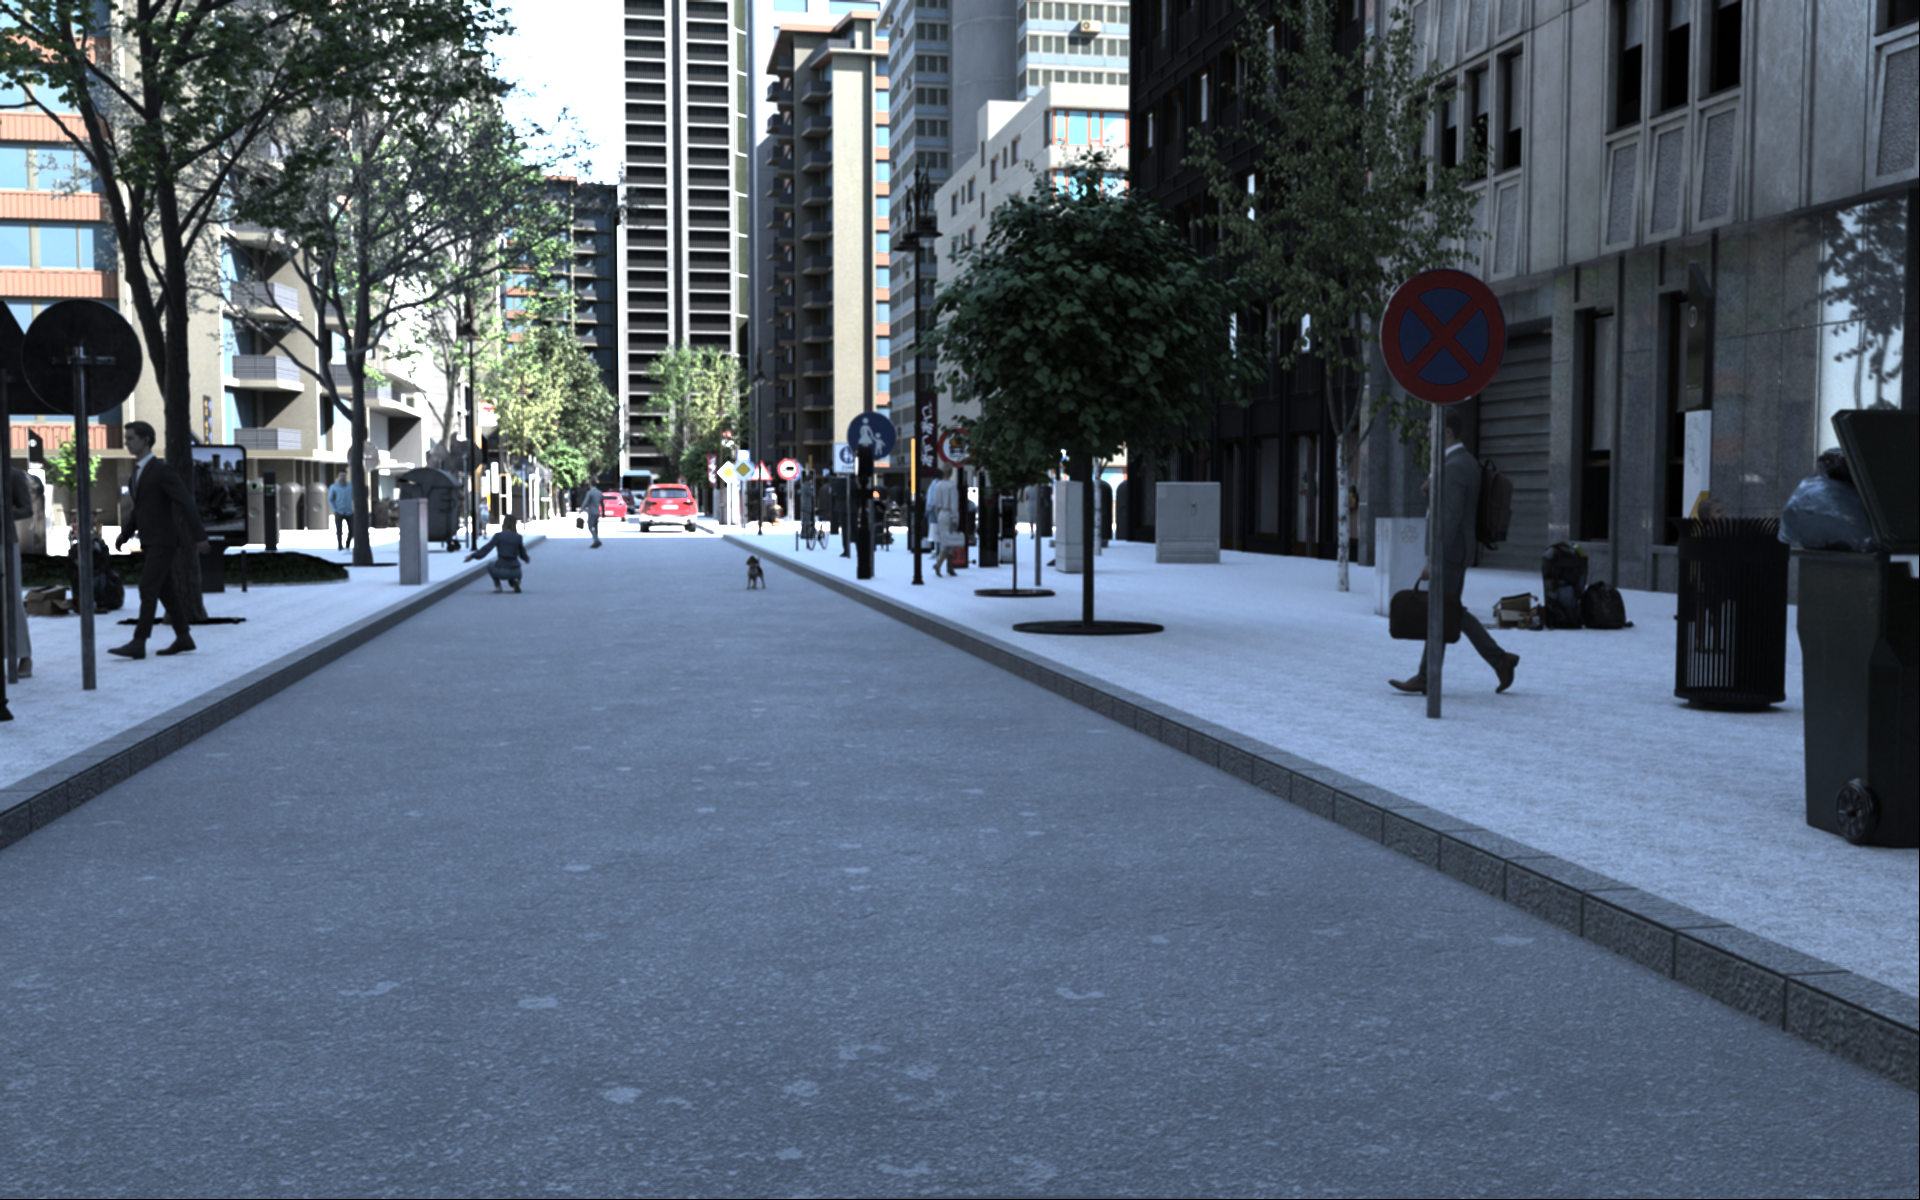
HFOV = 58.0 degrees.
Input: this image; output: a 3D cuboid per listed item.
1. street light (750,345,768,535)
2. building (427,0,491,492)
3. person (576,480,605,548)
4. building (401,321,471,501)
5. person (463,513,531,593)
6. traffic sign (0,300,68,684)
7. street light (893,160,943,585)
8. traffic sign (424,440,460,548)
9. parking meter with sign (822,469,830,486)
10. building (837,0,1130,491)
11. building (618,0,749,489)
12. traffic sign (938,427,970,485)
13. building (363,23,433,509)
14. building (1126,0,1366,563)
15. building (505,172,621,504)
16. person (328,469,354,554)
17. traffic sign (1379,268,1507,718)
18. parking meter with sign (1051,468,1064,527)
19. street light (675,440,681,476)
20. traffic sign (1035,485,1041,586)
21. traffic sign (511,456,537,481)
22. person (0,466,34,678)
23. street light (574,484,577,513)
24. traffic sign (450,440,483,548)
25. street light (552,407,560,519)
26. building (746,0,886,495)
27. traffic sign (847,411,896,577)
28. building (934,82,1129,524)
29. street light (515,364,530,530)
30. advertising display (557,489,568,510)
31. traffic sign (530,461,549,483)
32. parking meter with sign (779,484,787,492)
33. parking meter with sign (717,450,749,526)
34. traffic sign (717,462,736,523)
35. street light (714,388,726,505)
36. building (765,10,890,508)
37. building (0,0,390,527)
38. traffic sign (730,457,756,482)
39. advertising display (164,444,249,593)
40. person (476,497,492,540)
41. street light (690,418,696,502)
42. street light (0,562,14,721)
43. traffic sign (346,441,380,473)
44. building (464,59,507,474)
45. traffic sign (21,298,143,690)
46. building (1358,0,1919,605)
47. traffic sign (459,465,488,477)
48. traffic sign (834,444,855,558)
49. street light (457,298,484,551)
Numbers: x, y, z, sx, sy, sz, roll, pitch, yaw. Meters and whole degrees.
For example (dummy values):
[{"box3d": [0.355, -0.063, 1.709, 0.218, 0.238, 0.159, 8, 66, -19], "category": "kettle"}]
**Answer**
[{"box3d": [-6.237, -4.958, 53.844, 0.468, 5.910, 1.993, -1, 4, -11], "category": "street light"}, {"box3d": [-55.390, -44.365, 163.622, 20.563, 71.187, 20.611, -1, 4, -11], "category": "building"}, {"box3d": [-9.785, -2.294, 46.121, 0.853, 1.813, 0.709, 2, 4, 31], "category": "person"}, {"box3d": [-56.905, -27.494, 141.413, 32.217, 40.220, 23.993, -1, 4, -11], "category": "building"}, {"box3d": [-6.715, -0.688, 25.240, 1.012, 1.151, 0.738, -2, 4, -23], "category": "person"}, {"box3d": [-6.417, -0.713, 11.659, 0.884, 2.594, 0.081, 0, 4, -3], "category": "traffic sign"}, {"box3d": [-0.599, -3.158, 24.421, 0.468, 5.910, 1.993, -1, 4, -11], "category": "street light"}, {"box3d": [-12.368, -2.527, 41.324, 0.884, 2.594, 0.081, 0, 4, -2], "category": "traffic sign"}, {"box3d": [-9.163, -7.502, 118.921, 0.543, 3.016, 1.738, 0, 4, -6], "category": "parking meter with sign"}, {"box3d": [8.194, -26.044, 117.703, 32.217, 40.220, 23.993, -1, 4, -11], "category": "building"}, {"box3d": [-35.798, -48.808, 236.267, 20.611, 71.187, 20.563, -1, 4, -11], "category": "building"}, {"box3d": [-0.059, -2.018, 33.098, 0.768, 2.556, 0.104, 0, 4, -5], "category": "traffic sign"}, {"box3d": [-49.767, -32.021, 112.781, 28.713, 52.752, 27.495, -1, 4, -11], "category": "building"}, {"box3d": [12.039, -12.840, 39.610, 12.332, 23.373, 15.834, -1, 4, -11], "category": "building"}, {"box3d": [-60.317, -35.410, 233.581, 28.867, 44.769, 22.147, -1, 4, -11], "category": "building"}, {"box3d": [-13.208, -1.901, 37.147, 0.660, 1.820, 0.620, -3, 4, -39], "category": "person"}, {"box3d": [2.721, -0.597, 9.866, 0.768, 2.556, 0.104, -1, 4, -10], "category": "traffic sign"}, {"box3d": [3.781, -4.334, 67.127, 0.543, 3.016, 1.738, 0, 4, -3], "category": "parking meter with sign"}, {"box3d": [-21.948, -9.918, 134.954, 0.468, 5.910, 1.993, -1, 4, -11], "category": "street light"}, {"box3d": [1.094, -1.472, 24.172, 0.768, 2.556, 0.104, 0, 4, -3], "category": "traffic sign"}, {"box3d": [-13.328, -3.102, 52.904, 0.795, 2.593, 0.064, -1, 4, -11], "category": "traffic sign"}, {"box3d": [-6.778, -0.337, 12.095, 0.519, 1.759, 0.362, 0, 4, 3], "category": "person"}, {"box3d": [-26.721, -9.020, 120.265, 0.468, 5.910, 1.993, -1, 4, -11], "category": "street light"}, {"box3d": [-11.657, -2.496, 40.910, 0.768, 2.556, 0.104, 0, 4, -2], "category": "traffic sign"}, {"box3d": [-21.091, -7.190, 90.339, 0.468, 5.910, 1.993, -1, 4, -11], "category": "street light"}, {"box3d": [-12.845, -39.677, 190.719, 21.231, 58.520, 28.212, -1, 4, -11], "category": "building"}, {"box3d": [-1.370, -1.635, 26.834, 0.768, 2.556, 0.104, 0, 4, -6], "category": "traffic sign"}, {"box3d": [15.325, -14.936, 89.238, 28.899, 21.520, 27.650, -1, 4, -11], "category": "building"}, {"box3d": [-15.374, -5.394, 60.980, 0.468, 5.910, 1.993, -1, 4, -11], "category": "street light"}, {"box3d": [-29.891, -7.620, 129.793, 0.974, 1.923, 0.123, -3, 4, -36], "category": "advertising display"}, {"box3d": [-14.839, -3.581, 60.746, 0.795, 2.593, 0.064, -1, 4, -11], "category": "traffic sign"}, {"box3d": [-13.211, -8.172, 129.874, 1.738, 3.016, 0.543, 0, 4, -2], "category": "parking meter with sign"}, {"box3d": [-9.208, -4.507, 69.945, 0.543, 3.016, 1.738, -3, 5, -40], "category": "parking meter with sign"}, {"box3d": [-8.261, -3.657, 61.987, 0.795, 2.593, 0.064, -1, 4, -11], "category": "traffic sign"}, {"box3d": [-10.449, -6.291, 75.639, 0.468, 5.910, 1.993, -1, 4, -11], "category": "street light"}, {"box3d": [-6.666, -31.101, 163.125, 22.147, 44.769, 28.867, -1, 4, -11], "category": "building"}, {"box3d": [-38.416, -25.921, 78.428, 22.147, 44.769, 28.867, -1, 4, -11], "category": "building"}, {"box3d": [-6.750, -3.178, 54.146, 0.795, 2.593, 0.064, -1, 4, -11], "category": "traffic sign"}, {"box3d": [-9.771, -1.056, 22.483, 0.974, 1.923, 0.123, -2, 4, -30], "category": "advertising display"}, {"box3d": [-13.456, -2.319, 48.969, 0.382, 1.210, 0.505, 1, 4, 23], "category": "person"}, {"box3d": [-16.137, -8.087, 105.004, 0.468, 5.910, 1.993, -1, 4, -11], "category": "street light"}, {"box3d": [-5.473, -2.255, 9.651, 0.468, 5.910, 1.993, -1, 4, -11], "category": "street light"}, {"box3d": [-14.216, -2.518, 41.280, 0.768, 2.556, 0.104, -1, 4, -9], "category": "traffic sign"}, {"box3d": [-60.246, -34.385, 185.902, 21.600, 48.544, 21.300, -1, 4, -11], "category": "building"}, {"box3d": [-5.723, -0.685, 11.308, 0.768, 2.556, 0.104, 0, 4, -3], "category": "traffic sign"}, {"box3d": [14.895, -12.454, 21.639, 12.078, 24.808, 19.932, -1, 4, -11], "category": "building"}, {"box3d": [-14.952, -3.255, 53.219, 0.884, 2.594, 0.081, 0, 4, -4], "category": "traffic sign"}, {"box3d": [-2.219, -1.983, 34.544, 0.606, 2.300, 0.079, 0, 4, -1], "category": "traffic sign"}, {"box3d": [-11.003, -4.052, 39.046, 0.468, 5.910, 1.993, -1, 4, -11], "category": "street light"}]
